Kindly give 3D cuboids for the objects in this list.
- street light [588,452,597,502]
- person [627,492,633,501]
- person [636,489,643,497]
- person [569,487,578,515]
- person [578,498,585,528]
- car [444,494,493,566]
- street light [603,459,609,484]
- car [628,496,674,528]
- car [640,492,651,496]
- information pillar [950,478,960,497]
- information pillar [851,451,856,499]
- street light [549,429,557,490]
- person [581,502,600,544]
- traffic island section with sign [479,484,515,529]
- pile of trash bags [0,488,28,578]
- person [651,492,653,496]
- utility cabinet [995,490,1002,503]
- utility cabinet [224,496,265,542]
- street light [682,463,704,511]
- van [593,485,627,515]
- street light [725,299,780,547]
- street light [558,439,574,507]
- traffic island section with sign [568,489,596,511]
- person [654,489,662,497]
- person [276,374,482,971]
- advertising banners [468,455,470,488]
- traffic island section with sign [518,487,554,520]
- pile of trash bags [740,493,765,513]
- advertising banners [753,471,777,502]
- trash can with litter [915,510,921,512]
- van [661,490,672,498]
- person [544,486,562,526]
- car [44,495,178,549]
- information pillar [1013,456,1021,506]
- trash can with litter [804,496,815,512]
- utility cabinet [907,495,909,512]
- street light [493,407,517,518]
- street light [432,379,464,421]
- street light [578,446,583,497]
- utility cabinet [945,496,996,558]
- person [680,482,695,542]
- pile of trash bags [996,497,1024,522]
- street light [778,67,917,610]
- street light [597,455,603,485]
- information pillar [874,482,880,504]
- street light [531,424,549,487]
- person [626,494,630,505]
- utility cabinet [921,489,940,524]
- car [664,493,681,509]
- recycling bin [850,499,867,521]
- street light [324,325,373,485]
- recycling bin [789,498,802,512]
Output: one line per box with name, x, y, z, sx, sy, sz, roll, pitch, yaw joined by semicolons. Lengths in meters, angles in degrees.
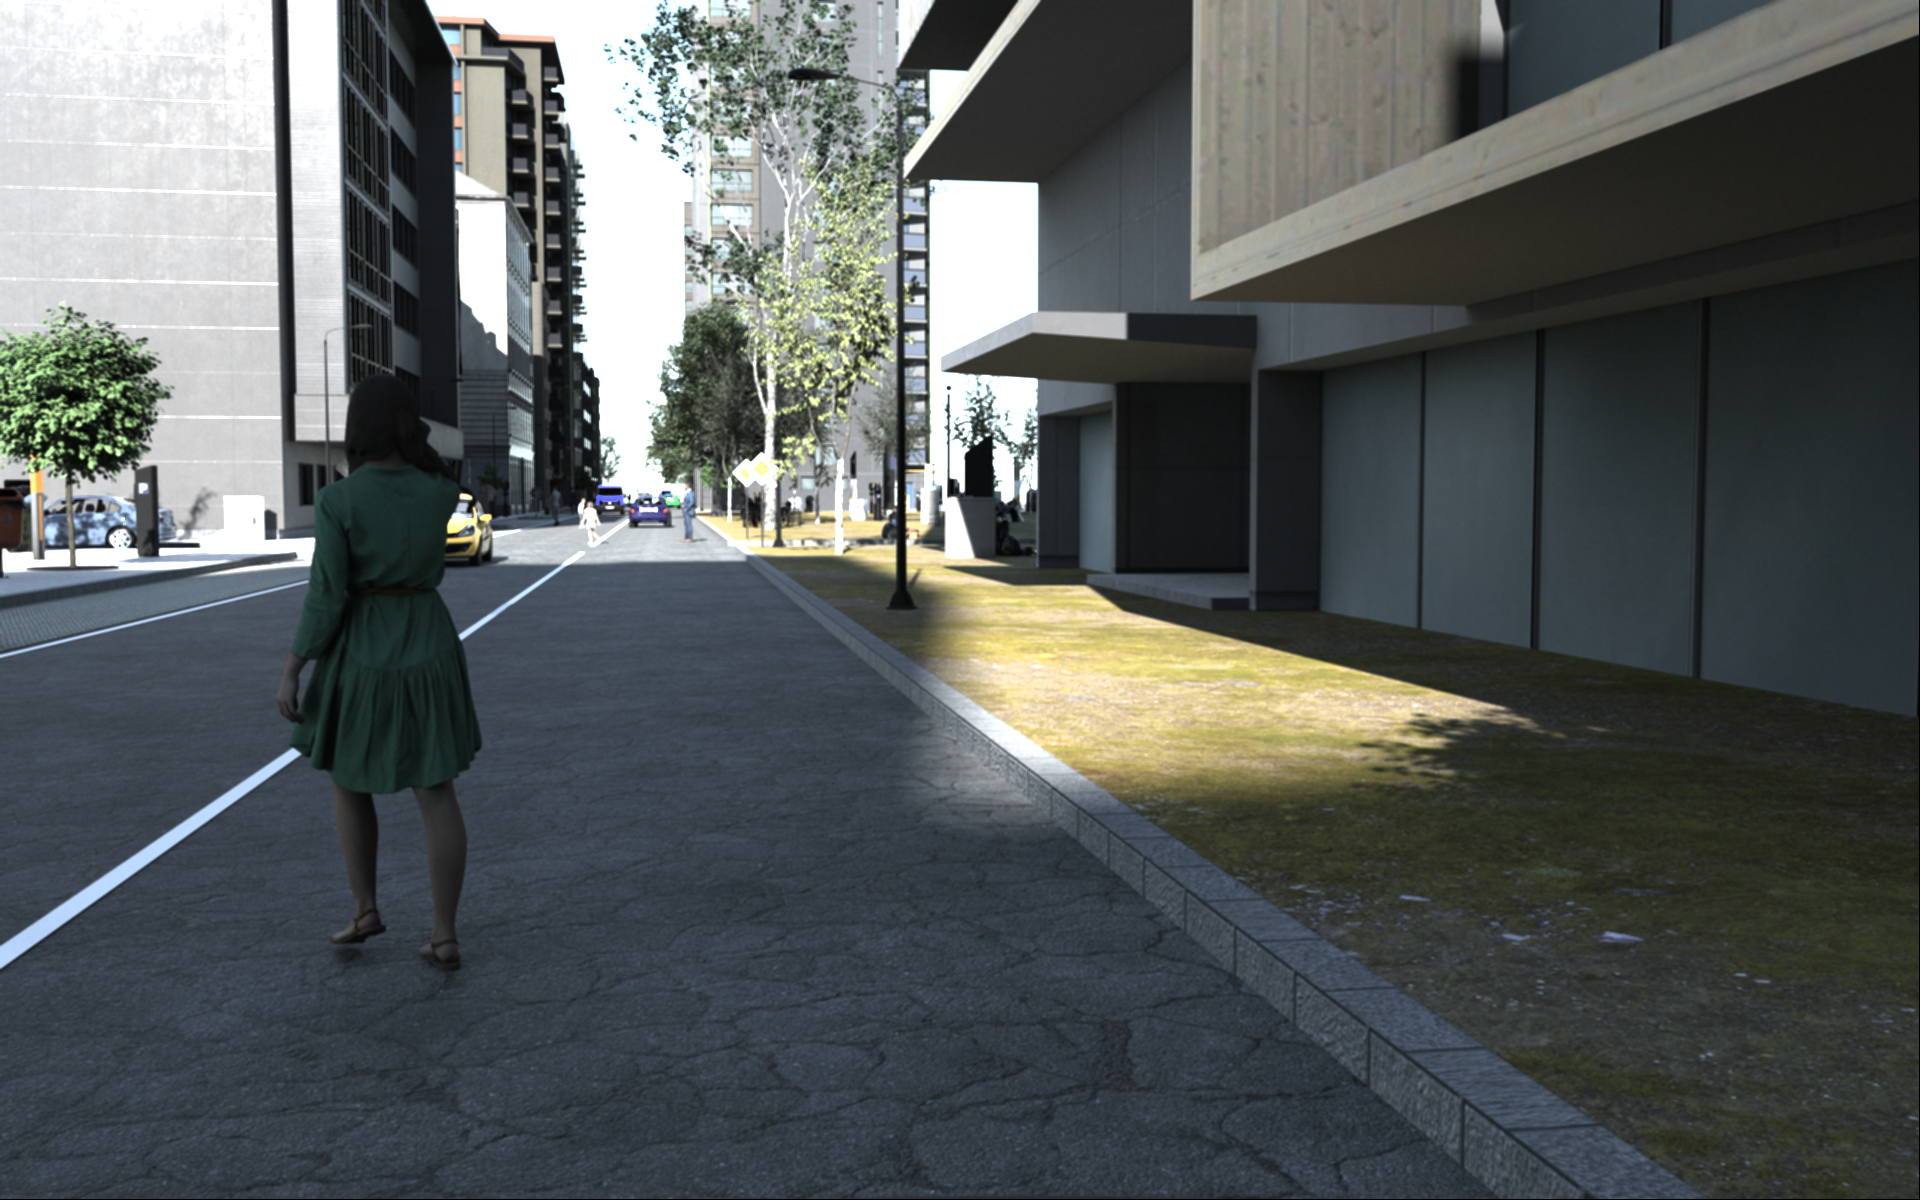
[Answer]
street light;-40.898;-13.307;190.115;1.470;5.913;1.316;-1;4;-10
person;-50.290;-15.577;263.898;0.721;1.735;1.217;2;4;32
person;-21.831;-6.661;117.762;0.721;1.781;0.623;-2;4;-32
person;-26.838;-6.878;120.312;0.648;1.900;0.474;0;4;1
person;-16.007;-3.679;73.342;0.352;1.250;0.332;0;4;8
car;-10.615;-1.551;35.587;2.015;1.641;3.980;-1;4;-10
street light;-47.197;-15.575;227.185;1.470;5.913;1.316;-1;4;-10
car;-13.422;-3.824;75.106;1.945;1.354;3.894;0;4;-8
car;-50.418;-16.409;276.963;2.281;1.827;5.304;-1;4;-11
information pillar;-0.280;-4.625;80.110;0.304;2.012;0.304;2;4;35
information pillar;-5.794;-6.293;94.252;0.183;3.616;0.504;-2;4;-32
street light;-29.598;-9.219;123.272;1.470;5.913;1.316;-1;4;-10
person;-10.512;-2.188;49.293;0.505;1.210;0.382;-3;5;-43
traffic island section with sign;-19.222;-3.788;70.561;1.989;1.847;2.006;-1;4;-10
pile of trash bags;-15.571;-0.956;25.378;3.447;1.369;1.912;-3;5;-41
person;-45.797;-15.150;256.925;0.721;1.743;1.217;0;4;-1
utility cabinet;1.816;-5.365;96.403;1.173;1.500;0.318;-3;5;-41
utility cabinet;-19.437;-2.197;47.078;0.306;1.237;1.020;2;4;34
street light;-20.165;-9.716;131.391;1.470;5.913;1.316;-1;4;-10
van;-24.156;-7.055;119.738;2.240;2.365;5.245;-1;4;-10
street light;-4.903;-4.219;41.517;1.470;5.913;1.316;-1;4;-10
street light;-33.360;-10.578;145.490;1.470;5.913;1.316;-1;4;-10
traffic island section with sign;-32.054;-8.422;146.331;1.989;1.847;2.006;-1;4;-10
person;-20.015;-6.481;114.816;0.623;1.781;0.721;0;4;5
person;-1.742;0.211;5.297;0.529;1.795;0.600;3;5;40
advertising banners;-21.739;-4.926;76.725;0.090;3.025;2.074;-1;4;-16
traffic island section with sign;-23.708;-5.414;97.141;1.989;1.847;2.006;-1;4;-10
pile of trash bags;-14.205;-6.715;119.543;1.912;1.369;3.447;-3;4;-37
advertising banners;-13.667;-7.733;122.620;2.074;3.025;0.090;1;4;18
trash can with litter;-2.342;-6.925;124.285;1.678;1.210;2.233;-3;5;-41
van;-46.031;-16.327;271.324;2.240;2.365;5.245;-1;4;-10
person;-18.251;-4.241;77.955;0.853;1.813;0.709;2;4;32
car;-22.194;-1.934;43.623;4.499;1.417;2.014;-1;4;-8
information pillar;3.482;-7.032;106.320;0.504;3.616;0.183;-2;4;-32
trash can with litter;-10.582;-6.740;121.584;0.624;1.170;1.055;1;4;10
utility cabinet;-3.776;-6.849;123.149;0.306;1.237;1.020;0;4;-6
street light;-24.226;-7.316;92.165;1.470;5.913;1.316;-1;4;-10
street light;-20.620;-5.943;69.702;1.470;5.913;1.316;-1;4;-10
street light;-37.208;-11.948;167.885;1.470;5.913;1.316;-1;4;-10
utility cabinet;0.209;-1.457;34.976;1.020;1.237;0.306;-2;4;-25
person;-8.126;-2.639;51.833;0.419;1.800;0.721;-1;4;-21
pile of trash bags;1.379;-4.332;80.572;1.912;1.369;3.447;-3;5;-40
street light;-1.190;-2.849;19.127;1.470;5.913;1.316;-1;4;-10
street light;-43.377;-14.216;204.977;1.470;5.913;1.316;-1;4;-10
information pillar;-5.242;-6.437;109.733;0.304;2.012;0.304;3;4;38
street light;-28.124;-8.674;114.360;1.470;5.913;1.316;-1;4;-10
person;-44.376;-13.448;231.636;0.557;1.426;1.065;1;4;14
utility cabinet;-1.241;-3.973;73.644;0.318;1.500;1.173;2;4;26
car;-28.099;-9.770;168.539;1.959;1.807;4.718;-1;4;-11
recycling bin;-4.920;-4.371;84.013;0.722;1.027;0.722;1;4;9
street light;-16.782;-4.584;47.497;1.470;5.913;1.316;-1;4;-10
recycling bin;-11.795;-6.818;124.033;0.722;1.027;0.722;1;4;20
